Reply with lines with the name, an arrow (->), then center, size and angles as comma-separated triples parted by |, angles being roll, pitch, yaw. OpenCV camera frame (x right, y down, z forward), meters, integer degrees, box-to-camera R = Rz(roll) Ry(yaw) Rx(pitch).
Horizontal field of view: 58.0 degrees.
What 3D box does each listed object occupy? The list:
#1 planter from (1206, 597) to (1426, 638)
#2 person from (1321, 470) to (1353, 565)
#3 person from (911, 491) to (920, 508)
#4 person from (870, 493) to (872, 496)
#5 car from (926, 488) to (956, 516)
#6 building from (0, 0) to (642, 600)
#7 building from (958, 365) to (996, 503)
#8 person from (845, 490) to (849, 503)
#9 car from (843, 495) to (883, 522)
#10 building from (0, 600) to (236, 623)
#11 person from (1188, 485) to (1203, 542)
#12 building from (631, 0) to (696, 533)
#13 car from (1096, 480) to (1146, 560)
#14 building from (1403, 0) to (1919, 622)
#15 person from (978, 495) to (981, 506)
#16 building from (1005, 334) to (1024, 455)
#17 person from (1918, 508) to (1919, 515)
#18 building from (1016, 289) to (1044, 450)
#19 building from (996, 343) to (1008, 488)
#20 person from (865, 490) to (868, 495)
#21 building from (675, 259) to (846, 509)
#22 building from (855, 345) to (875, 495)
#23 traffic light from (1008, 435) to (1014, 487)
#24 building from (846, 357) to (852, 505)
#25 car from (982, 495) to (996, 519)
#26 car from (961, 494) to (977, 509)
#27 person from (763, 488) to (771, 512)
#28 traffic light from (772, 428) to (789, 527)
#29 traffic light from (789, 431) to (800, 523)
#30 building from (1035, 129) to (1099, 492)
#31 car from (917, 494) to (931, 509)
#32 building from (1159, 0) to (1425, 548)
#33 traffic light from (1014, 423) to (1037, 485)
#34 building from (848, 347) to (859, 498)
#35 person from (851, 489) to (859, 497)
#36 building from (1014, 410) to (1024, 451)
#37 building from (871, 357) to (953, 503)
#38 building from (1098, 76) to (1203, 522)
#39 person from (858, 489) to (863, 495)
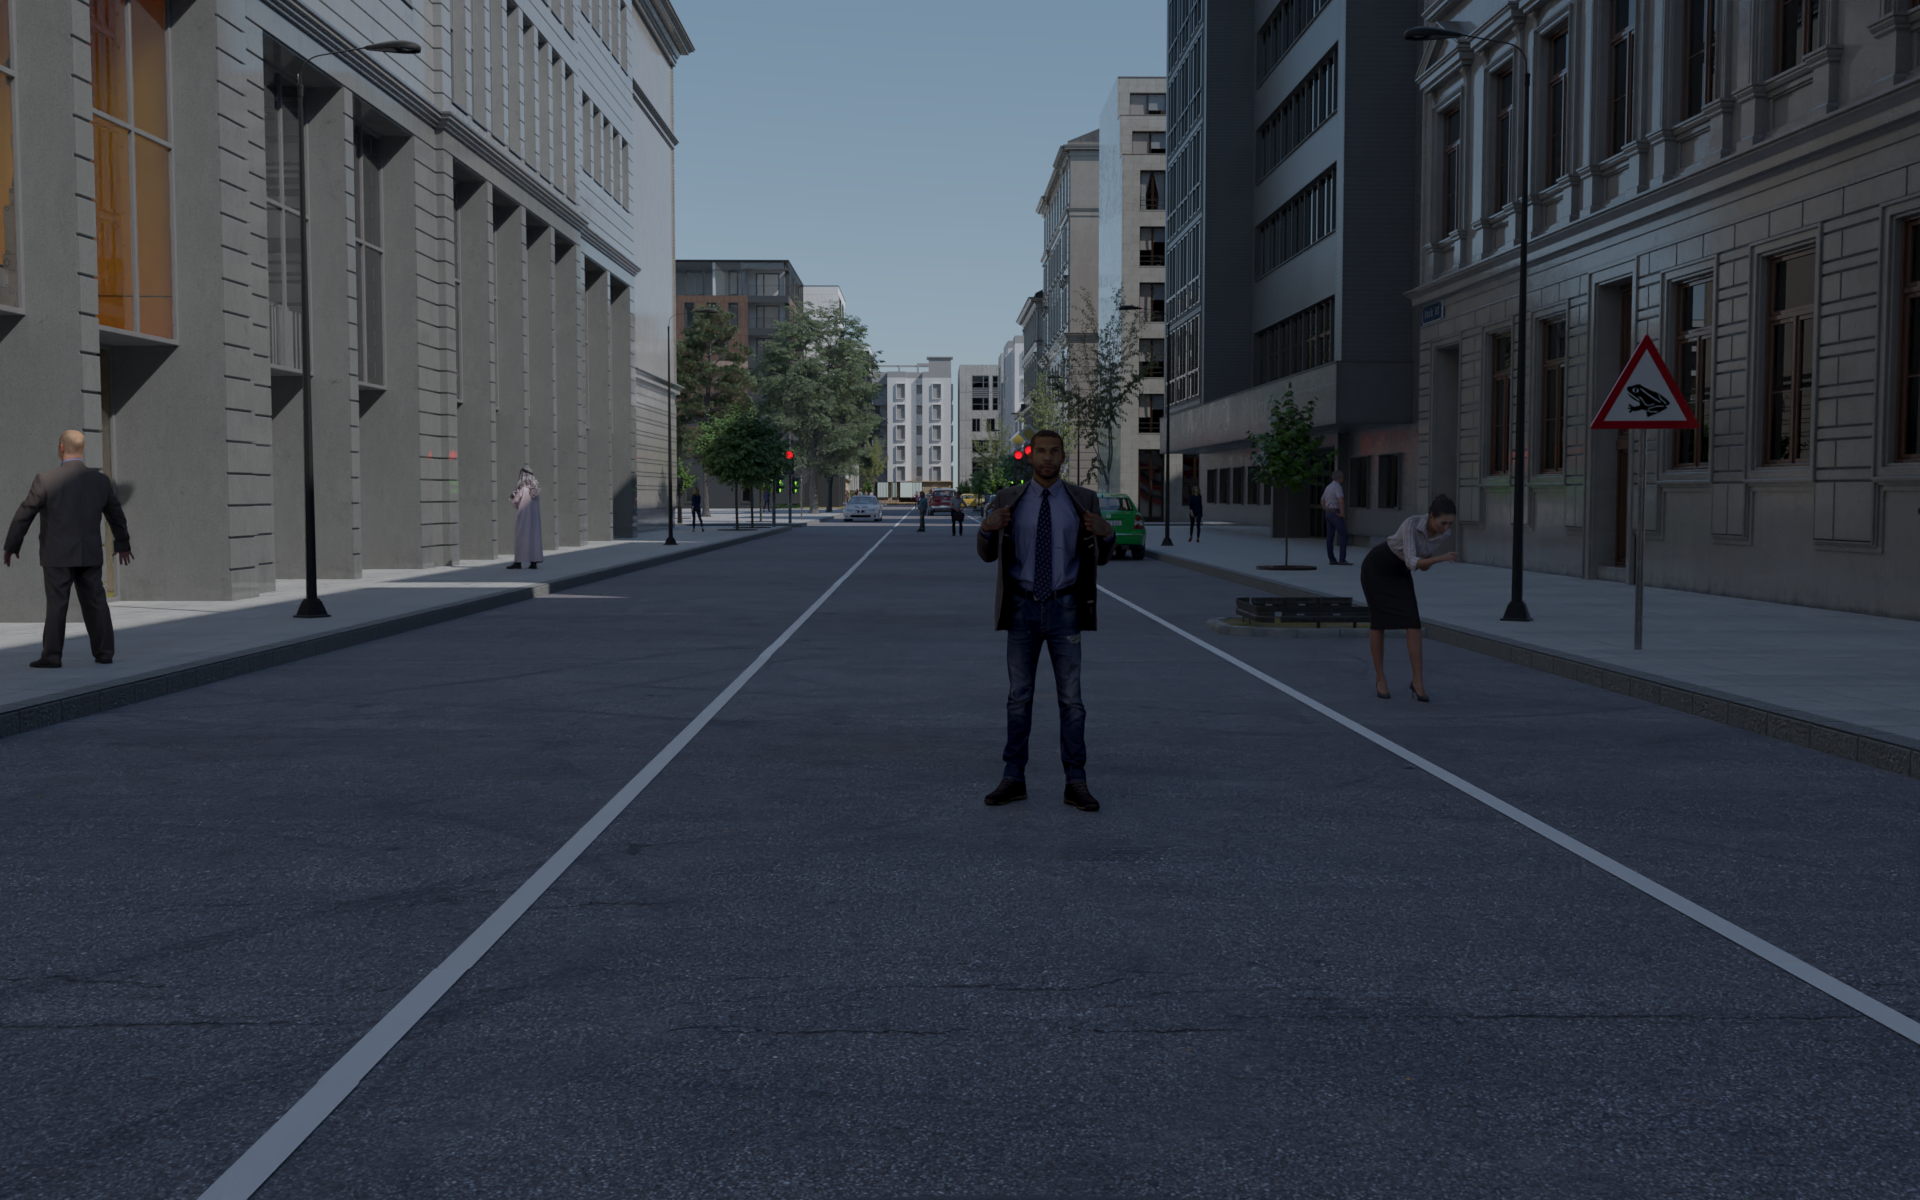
planter -> 3.645, 0.178, 18.229 | 1.991, 0.319, 1.994 | 0, 4, -1
person -> 6.839, -1.491, 31.357 | 0.436, 1.711, 0.756 | 0, 4, -8
person -> -4.329, -10.065, 173.742 | 1.217, 1.739, 0.721 | 0, 4, 1
person -> -11.528, -13.424, 226.466 | 0.436, 1.711, 0.756 | 2, 4, 29
car -> -1.095, -6.511, 115.135 | 2.281, 1.827, 5.304 | 0, 4, -3
building -> -14.678, -15.794, 35.725 | 11.434, 29.767, 29.804 | 0, 4, -1
building -> 15.550, -23.163, 245.180 | 31.486, 18.905, 16.747 | 0, 4, -1
person -> -10.294, -9.176, 157.546 | 0.415, 1.643, 0.593 | -1, 4, -22
car -> -5.082, -4.818, 91.138 | 2.083, 1.381, 4.827 | 0, 4, 0
building -> -13.846, -13.970, 5.910 | 11.434, 29.767, 29.804 | 0, 4, -1
person -> 6.253, -2.301, 46.205 | 0.480, 1.512, 0.613 | -2, 4, -29
building -> -20.476, -13.693, 60.037 | 21.152, 22.565, 11.583 | 0, 4, -1
car -> 3.080, -1.856, 39.145 | 1.959, 1.807, 4.718 | 0, 4, -2
building -> 14.445, -11.529, 24.661 | 11.583, 22.565, 21.152 | 0, 4, -1
person -> 2.164, -11.425, 192.981 | 0.705, 1.807, 1.348 | 0, 4, 5
building -> 12.994, -20.318, 188.618 | 16.016, 20.091, 11.380 | 0, 4, -1
person -> 6.866, -0.233, 11.720 | 0.662, 1.594, 0.647 | 1, 4, 15
building -> 10.312, -16.959, 141.910 | 10.561, 19.102, 19.286 | 0, 4, -1
building -> 13.638, -21.016, 210.063 | 16.747, 18.905, 31.486 | 0, 4, -1
person -> -11.052, -11.932, 201.667 | 0.750, 1.759, 0.617 | 3, 5, 42
building -> -25.755, -19.774, 167.272 | 27.936, 21.610, 32.646 | 0, 4, -1
building -> -28.875, -24.851, 250.286 | 32.646, 21.610, 27.936 | 0, 4, -1
traffic light -> 2.530, -5.306, 75.993 | 0.839, 4.213, 0.868 | 0, 4, -1
building -> -20.607, -21.126, 201.833 | 16.016, 20.091, 11.380 | 0, 4, -1
car -> 2.128, -4.645, 87.952 | 2.014, 1.417, 4.499 | 0, 4, -1
car -> 0.728, -9.684, 168.556 | 2.015, 1.641, 3.980 | 0, 4, -2
person -> -13.943, -7.229, 125.164 | 0.541, 1.710, 0.530 | 2, 4, 32
traffic light -> -7.280, -4.805, 67.808 | 0.839, 4.213, 0.868 | 0, 4, -1
traffic light -> -7.429, -5.293, 75.792 | 0.839, 4.213, 0.868 | 0, 4, -1
building -> 12.090, -19.618, 118.022 | 12.463, 27.353, 25.104 | 0, 4, -1
car -> -3.072, -9.284, 163.796 | 2.014, 1.417, 4.499 | 0, 4, 1
building -> 14.882, -14.166, 50.686 | 14.314, 24.678, 30.058 | 0, 4, -1
traffic light -> 2.679, -4.817, 68.009 | 0.839, 4.213, 0.868 | 0, 4, -1
building -> -28.722, -21.372, 215.890 | 31.486, 18.905, 16.747 | 0, 4, -1
person -> -10.284, -10.238, 173.394 | 1.348, 1.831, 0.705 | 0, 4, 6
building -> 10.483, -13.887, 169.199 | 9.099, 9.664, 28.070 | 0, 4, -1
building -> -6.748, -23.731, 244.424 | 11.380, 20.091, 16.016 | 0, 4, -1
building -> 15.549, -13.959, 82.989 | 16.860, 20.320, 10.420 | 0, 4, -1
person -> -9.497, -9.777, 165.971 | 0.705, 1.814, 1.350 | 2, 4, 27
